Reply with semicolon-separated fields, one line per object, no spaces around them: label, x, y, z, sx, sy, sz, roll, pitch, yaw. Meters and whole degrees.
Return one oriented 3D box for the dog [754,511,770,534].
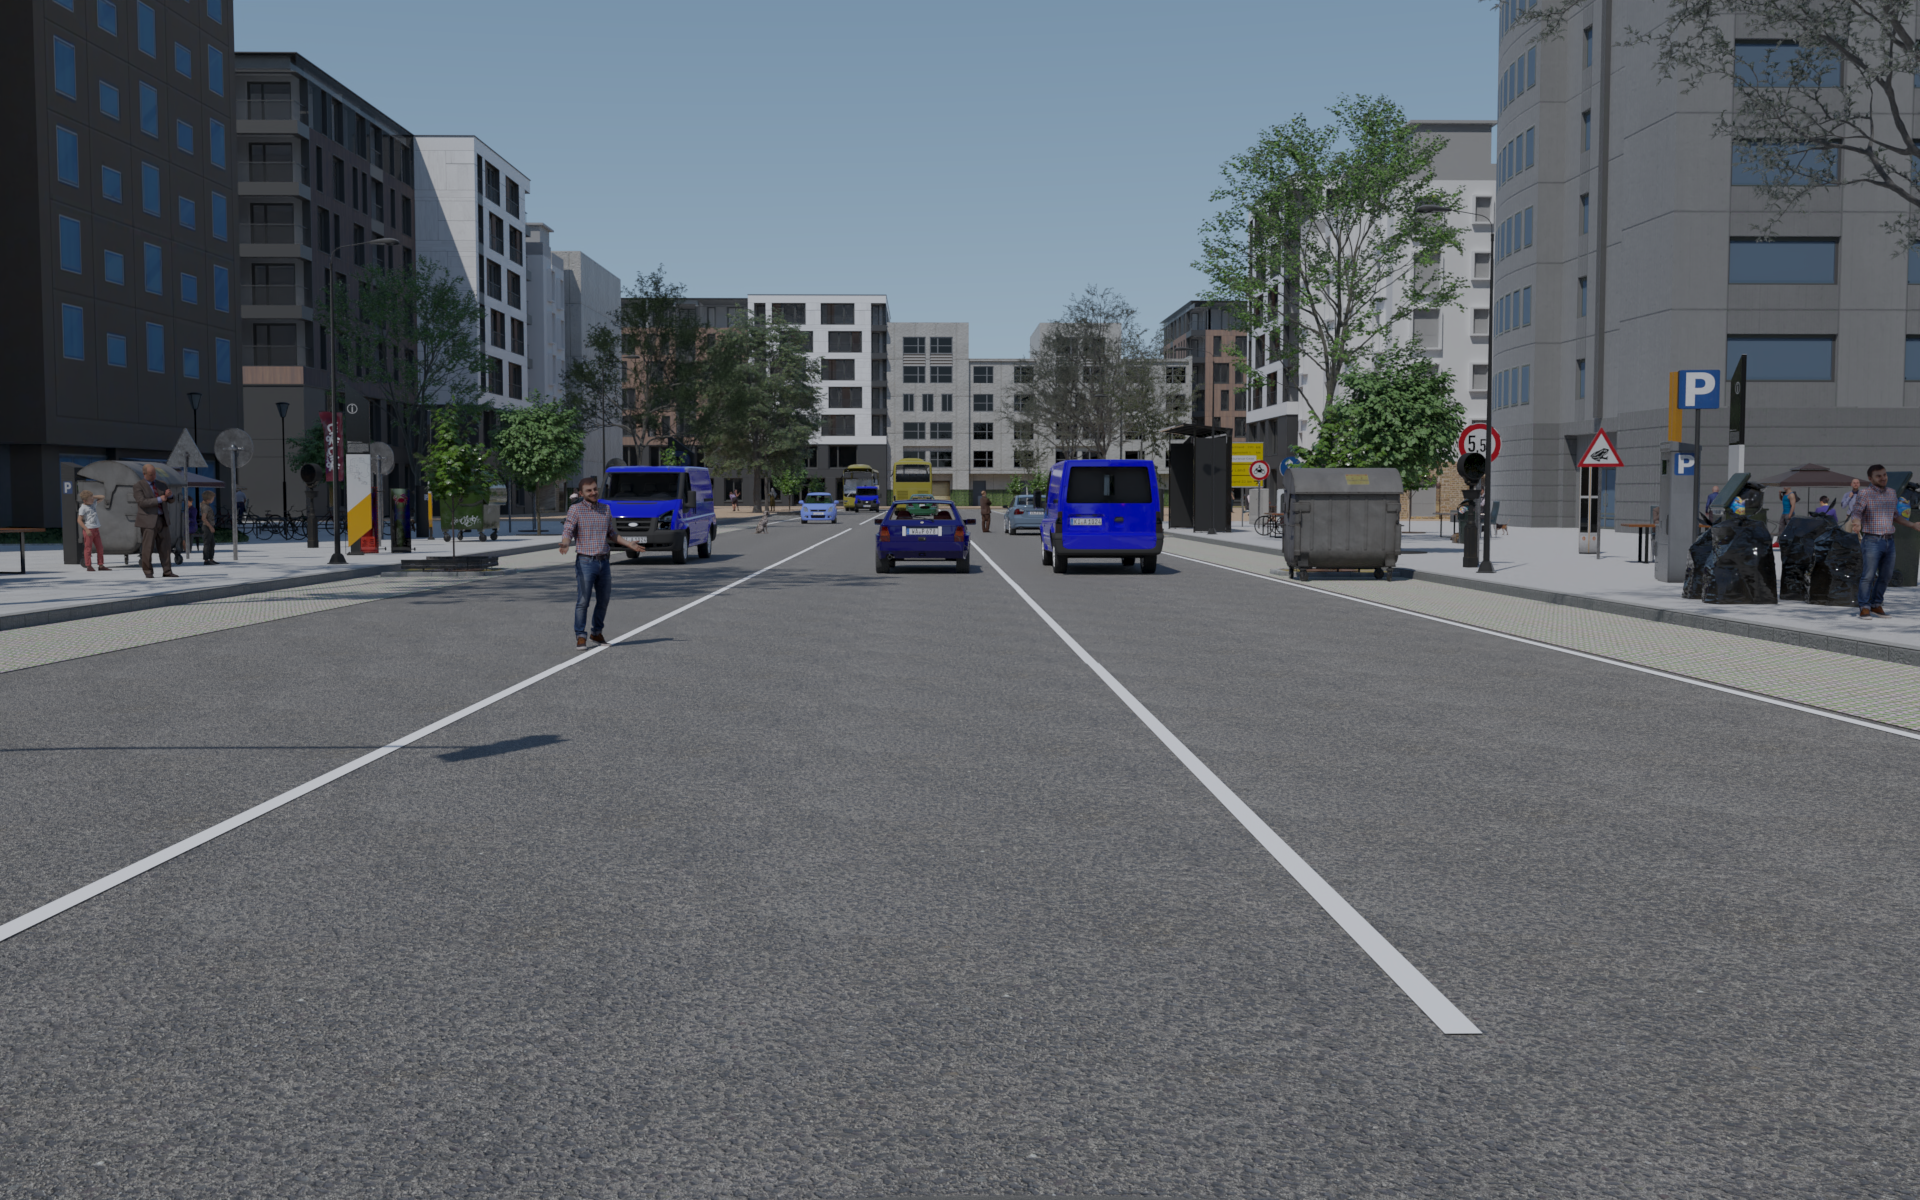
dog;-7.315;-2.826;63.050;0.800;0.831;0.513;0;4;-6

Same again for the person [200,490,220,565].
person;-13.562;-1.308;31.338;0.340;1.345;0.435;-2;4;-32

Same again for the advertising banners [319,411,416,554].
advertising banners;-12.693;-2.503;37.117;2.074;3.025;0.090;-3;5;-42

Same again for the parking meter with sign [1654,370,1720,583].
parking meter with sign;10.495;-1.770;25.193;0.543;3.016;1.738;1;4;9

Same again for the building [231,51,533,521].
building;-41.459;-15.444;96.481;27.936;21.610;32.646;0;4;-1

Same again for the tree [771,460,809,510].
tree;-13.821;-9.575;140.259;4.285;4.588;4.351;0;3;0

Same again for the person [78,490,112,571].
person;-14.372;-1.150;28.762;0.340;1.345;0.435;0;4;8

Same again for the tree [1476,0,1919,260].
tree;9.968;-6.430;15.502;12.009;13.543;11.850;0;3;0

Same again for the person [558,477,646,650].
person;-3.407;-0.342;16.045;0.435;1.587;0.963;3;4;38

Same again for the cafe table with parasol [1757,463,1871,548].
cafe table with parasol;18.794;-2.049;38.366;2.610;1.966;2.610;-2;4;-28

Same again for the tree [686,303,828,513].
tree;-13.613;-12.854;116.818;9.857;13.997;8.962;0;3;0

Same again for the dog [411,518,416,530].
dog;-19.702;-2.700;61.880;0.748;0.427;0.550;-3;4;-39

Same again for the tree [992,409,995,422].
tree;7.394;-12.673;117.575;12.009;13.543;11.850;0;3;0

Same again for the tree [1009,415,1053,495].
tree;6.212;-12.620;156.707;4.360;8.622;3.978;0;3;0

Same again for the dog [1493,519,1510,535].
dog;16.954;-2.295;54.359;0.540;0.507;0.406;1;4;8

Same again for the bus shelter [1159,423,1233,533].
bus shelter;8.196;-4.229;60.435;1.731;3.624;6.357;0;4;-1

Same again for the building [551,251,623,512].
building;-43.456;-16.379;134.261;31.486;18.905;16.747;0;4;-1

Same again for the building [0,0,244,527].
building;-32.657;-24.720;54.284;14.600;45.320;14.200;0;4;-1

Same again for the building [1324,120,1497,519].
building;29.166;-14.508;93.628;16.016;20.091;11.380;0;4;-1

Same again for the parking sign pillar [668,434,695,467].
parking sign pillar;-12.557;-5.462;77.772;1.447;3.967;1.447;1;4;18

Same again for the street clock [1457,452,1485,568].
street clock;8.910;-1.567;30.184;0.471;2.002;0.358;-1;4;-14

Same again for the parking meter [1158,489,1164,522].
parking meter;9.280;-4.402;80.377;0.372;1.533;0.369;0;3;0

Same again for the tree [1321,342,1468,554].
tree;9.463;-3.298;37.637;4.285;4.588;4.351;0;3;0

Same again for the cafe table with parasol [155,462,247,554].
cafe table with parasol;-17.327;-2.002;37.594;2.610;1.966;2.610;0;4;4

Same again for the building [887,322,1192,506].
building;8.037;-19.611;187.100;31.486;18.905;16.747;0;4;-1

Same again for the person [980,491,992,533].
person;0.950;-3.285;64.477;0.388;1.546;0.482;-3;5;-40

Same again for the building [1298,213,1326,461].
building;29.029;-15.216;105.205;16.016;20.091;11.380;0;4;-1

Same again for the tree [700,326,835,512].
tree;-14.386;-13.275;127.418;12.009;13.543;11.850;0;3;0

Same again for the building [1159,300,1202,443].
building;40.361;-21.381;193.555;32.646;21.610;27.936;0;4;-1

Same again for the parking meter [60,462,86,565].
parking meter;-16.126;-1.581;31.556;0.399;1.863;0.255;1;4;21

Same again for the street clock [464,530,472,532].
street clock;-16.537;-3.274;58.098;0.471;2.002;0.358;2;4;33

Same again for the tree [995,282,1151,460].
tree;8.300;-11.610;100.191;12.009;13.543;11.850;0;3;0

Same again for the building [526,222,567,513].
building;-35.507;-16.037;118.630;16.016;20.091;11.380;0;4;-1

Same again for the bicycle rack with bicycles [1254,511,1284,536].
bicycle rack with bicycles;10.629;-2.498;54.229;2.925;0.926;2.852;0;4;6

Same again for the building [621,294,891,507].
building;-24.120;-21.225;190.997;32.646;21.610;27.936;0;4;-1

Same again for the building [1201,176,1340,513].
building;34.602;-17.352;127.681;27.936;21.610;32.646;0;4;-1

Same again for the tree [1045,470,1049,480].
tree;7.231;-8.904;140.178;1.663;3.219;1.824;0;3;0

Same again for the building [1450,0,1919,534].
building;32.214;-32.076;66.437;21.231;58.520;28.212;0;4;-1

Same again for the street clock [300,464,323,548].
street clock;-15.387;-2.236;41.135;0.471;2.002;0.358;1;4;20

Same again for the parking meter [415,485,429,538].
parking meter;-15.872;-2.612;51.118;0.372;1.533;0.369;0;3;0
